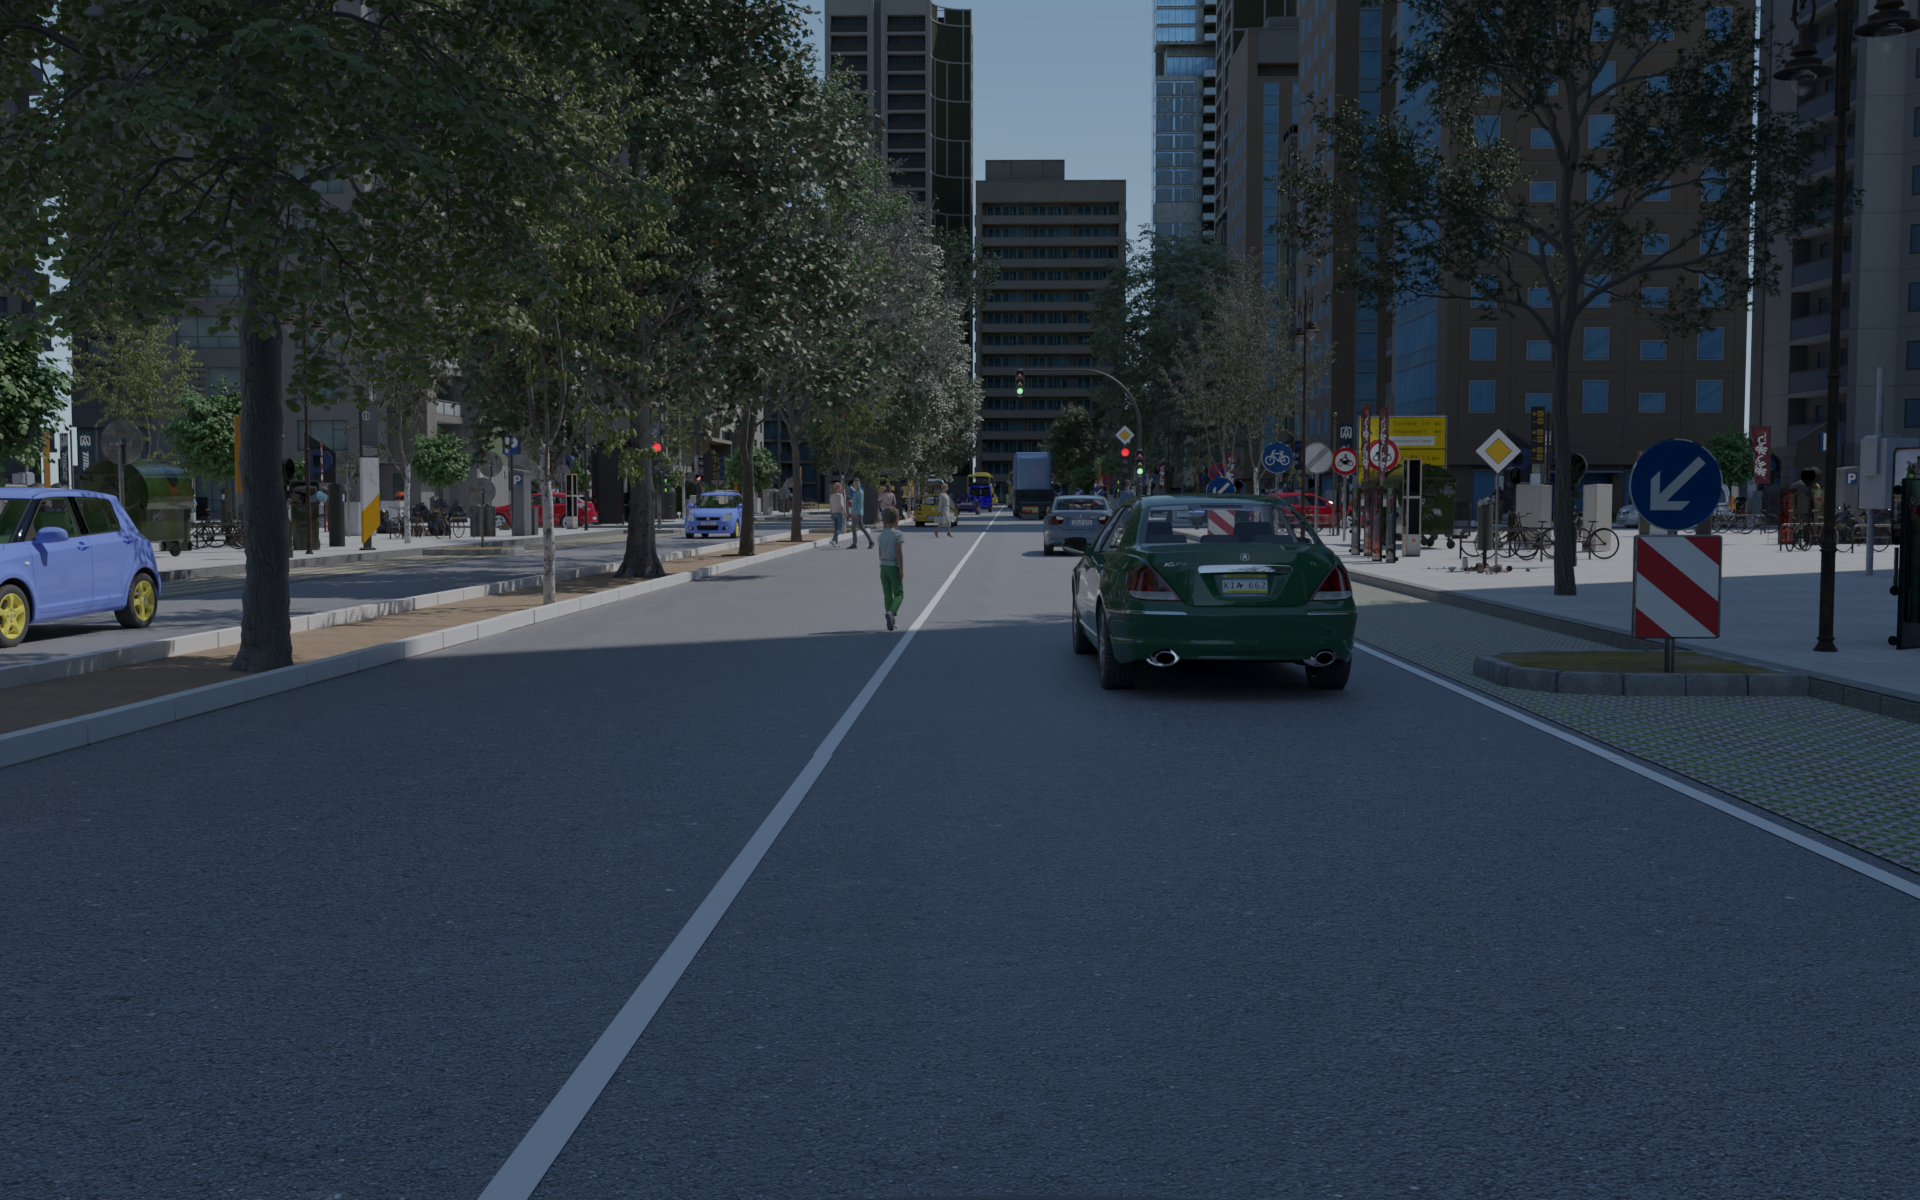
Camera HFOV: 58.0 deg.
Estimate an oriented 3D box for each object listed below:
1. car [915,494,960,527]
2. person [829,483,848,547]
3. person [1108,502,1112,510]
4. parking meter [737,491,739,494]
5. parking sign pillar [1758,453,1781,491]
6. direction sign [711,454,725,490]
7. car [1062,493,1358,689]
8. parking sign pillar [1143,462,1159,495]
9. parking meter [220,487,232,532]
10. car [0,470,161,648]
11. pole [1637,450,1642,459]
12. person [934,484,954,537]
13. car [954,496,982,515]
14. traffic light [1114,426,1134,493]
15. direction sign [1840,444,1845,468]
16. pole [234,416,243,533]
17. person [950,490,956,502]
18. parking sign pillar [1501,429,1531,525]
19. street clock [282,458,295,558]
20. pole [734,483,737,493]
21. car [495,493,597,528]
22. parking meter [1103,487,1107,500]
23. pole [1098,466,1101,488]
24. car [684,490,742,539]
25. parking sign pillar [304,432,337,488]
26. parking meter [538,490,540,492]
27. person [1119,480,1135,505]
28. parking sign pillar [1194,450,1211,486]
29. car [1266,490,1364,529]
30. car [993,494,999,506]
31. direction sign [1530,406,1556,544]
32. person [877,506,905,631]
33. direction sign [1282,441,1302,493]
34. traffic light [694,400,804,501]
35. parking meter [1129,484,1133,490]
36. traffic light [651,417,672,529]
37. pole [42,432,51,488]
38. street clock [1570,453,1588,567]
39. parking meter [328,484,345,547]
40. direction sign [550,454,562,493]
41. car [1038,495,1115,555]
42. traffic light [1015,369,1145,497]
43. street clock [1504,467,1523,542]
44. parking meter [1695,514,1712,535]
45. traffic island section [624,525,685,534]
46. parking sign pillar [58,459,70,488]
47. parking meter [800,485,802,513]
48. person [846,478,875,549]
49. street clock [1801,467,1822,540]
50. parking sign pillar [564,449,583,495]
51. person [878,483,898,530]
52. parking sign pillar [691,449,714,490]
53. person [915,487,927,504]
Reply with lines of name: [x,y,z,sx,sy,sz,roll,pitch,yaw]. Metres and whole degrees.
car: [-1.018,-4.042,76.313,2.015,1.641,3.980,0,4,4]
person: [-3.307,-2.285,46.529,0.731,1.740,0.598,2,4,33]
person: [4.246,-2.262,50.504,0.505,1.210,0.382,1,4,21]
parking meter: [-17.757,-7.896,137.515,0.372,1.533,0.369,0,3,0]
parking sign pillar: [44.288,-6.502,94.775,1.447,3.967,1.447,-1,4,-14]
direction sign: [-13.734,-6.502,98.310,0.876,3.537,0.379,-3,5,-41]
car: [1.934,-0.143,14.142,2.131,1.459,4.920,0,4,0]
parking sign pillar: [14.970,-9.001,135.632,1.447,3.967,1.447,3,5,44]
parking meter: [-24.791,-3.063,58.490,0.372,1.533,0.369,0,3,0]
car: [-9.615,-0.470,17.278,1.945,1.707,3.694,0,4,3]
pole: [31.660,-5.318,80.798,0.158,3.312,0.155,0,3,0]
person: [-0.535,-2.966,57.342,0.624,1.780,0.694,2,4,34]
car: [0.524,-6.592,120.365,1.945,1.354,3.894,0,4,3]
traffic light: [6.726,-5.017,70.950,0.839,4.253,0.868,0,4,2]
direction sign: [39.982,-5.293,78.529,0.379,3.537,0.876,1,4,18]
pole: [-18.893,-3.152,45.381,0.158,3.312,0.155,0,3,0]
person: [-0.713,-9.704,167.238,0.705,1.814,1.350,1,4,18]
parking sign pillar: [23.127,-5.074,71.439,1.447,3.967,1.447,3,4,36]
street clock: [-13.502,-1.841,34.676,0.358,2.002,0.471,0,4,2]
pole: [-14.936,-7.433,115.378,0.158,3.312,0.155,0,3,0]
car: [-16.375,-3.559,67.228,4.494,1.783,2.155,0,4,1]
parking meter: [10.276,-7.188,123.235,0.399,1.863,0.255,-2,4,-27]
pole: [10.089,-8.047,125.405,0.158,3.312,0.155,0,3,0]
car: [-7.928,-2.893,56.897,1.945,1.707,3.694,0,4,3]
parking sign pillar: [-27.803,-5.312,75.316,1.447,3.967,1.447,-1,4,-15]
parking meter: [-23.568,-5.389,96.519,0.372,1.533,0.369,0,3,0]
person: [4.565,-2.365,47.184,0.581,1.822,0.654,-1,4,-9]
parking sign pillar: [13.696,-6.619,96.700,1.447,3.967,1.447,-2,4,-35]
car: [13.187,-3.453,65.492,4.494,1.783,2.155,0,4,2]
car: [3.763,-12.384,212.698,2.015,1.641,3.980,0,4,3]
direction sign: [15.172,-3.225,44.733,0.876,3.537,0.379,0,4,7]
person: [-0.726,-0.330,18.148,0.306,1.304,0.590,1,4,9]
direction sign: [14.180,-5.005,73.822,0.379,3.537,0.876,-3,5,-43]
traffic light: [-8.684,-5.918,71.433,4.771,5.953,1.251,0,4,2]
parking meter: [9.813,-5.783,100.271,0.399,1.863,0.255,3,5,39]
traffic light: [-11.019,-4.560,63.479,0.839,4.253,0.868,0,4,2]
pole: [-29.934,-3.851,56.803,0.158,3.312,0.155,0,3,0]
street clock: [10.822,-1.594,30.633,0.471,2.002,0.358,2,4,28]
parking meter: [-15.186,-2.066,42.190,0.372,1.533,0.369,0,3,0]
direction sign: [-21.522,-6.133,92.267,0.876,3.537,0.379,2,4,34]
car: [2.894,-1.826,41.860,2.014,1.417,4.499,0,4,3]
traffic light: [4.391,-5.396,62.890,4.771,5.953,1.251,0,4,2]
street clock: [14.889,-2.574,46.659,0.471,2.002,0.358,-2,4,-28]
parking meter: [18.629,-2.139,43.378,0.372,1.533,0.369,0,3,0]
traffic island section: [-11.059,-2.528,63.615,2.009,0.180,2.903,0,4,2]
parking sign pillar: [-68.385,-8.790,132.191,1.447,3.967,1.447,-1,4,-12]
parking meter: [-10.944,-6.832,117.410,0.399,1.863,0.255,0,4,6]
person: [-2.597,-2.245,45.073,0.748,1.841,0.638,0,4,3]
street clock: [22.699,-2.549,46.242,0.358,2.002,0.471,-2,4,-25]
parking sign pillar: [-19.081,-5.937,85.544,1.447,3.967,1.447,-2,4,-35]
person: [-2.104,-2.640,52.249,0.593,1.750,0.643,-3,5,-39]
parking sign pillar: [-15.438,-7.063,103.945,1.447,3.967,1.447,1,4,16]
person: [-1.890,-4.691,85.559,0.716,1.782,0.532,0,4,1]
